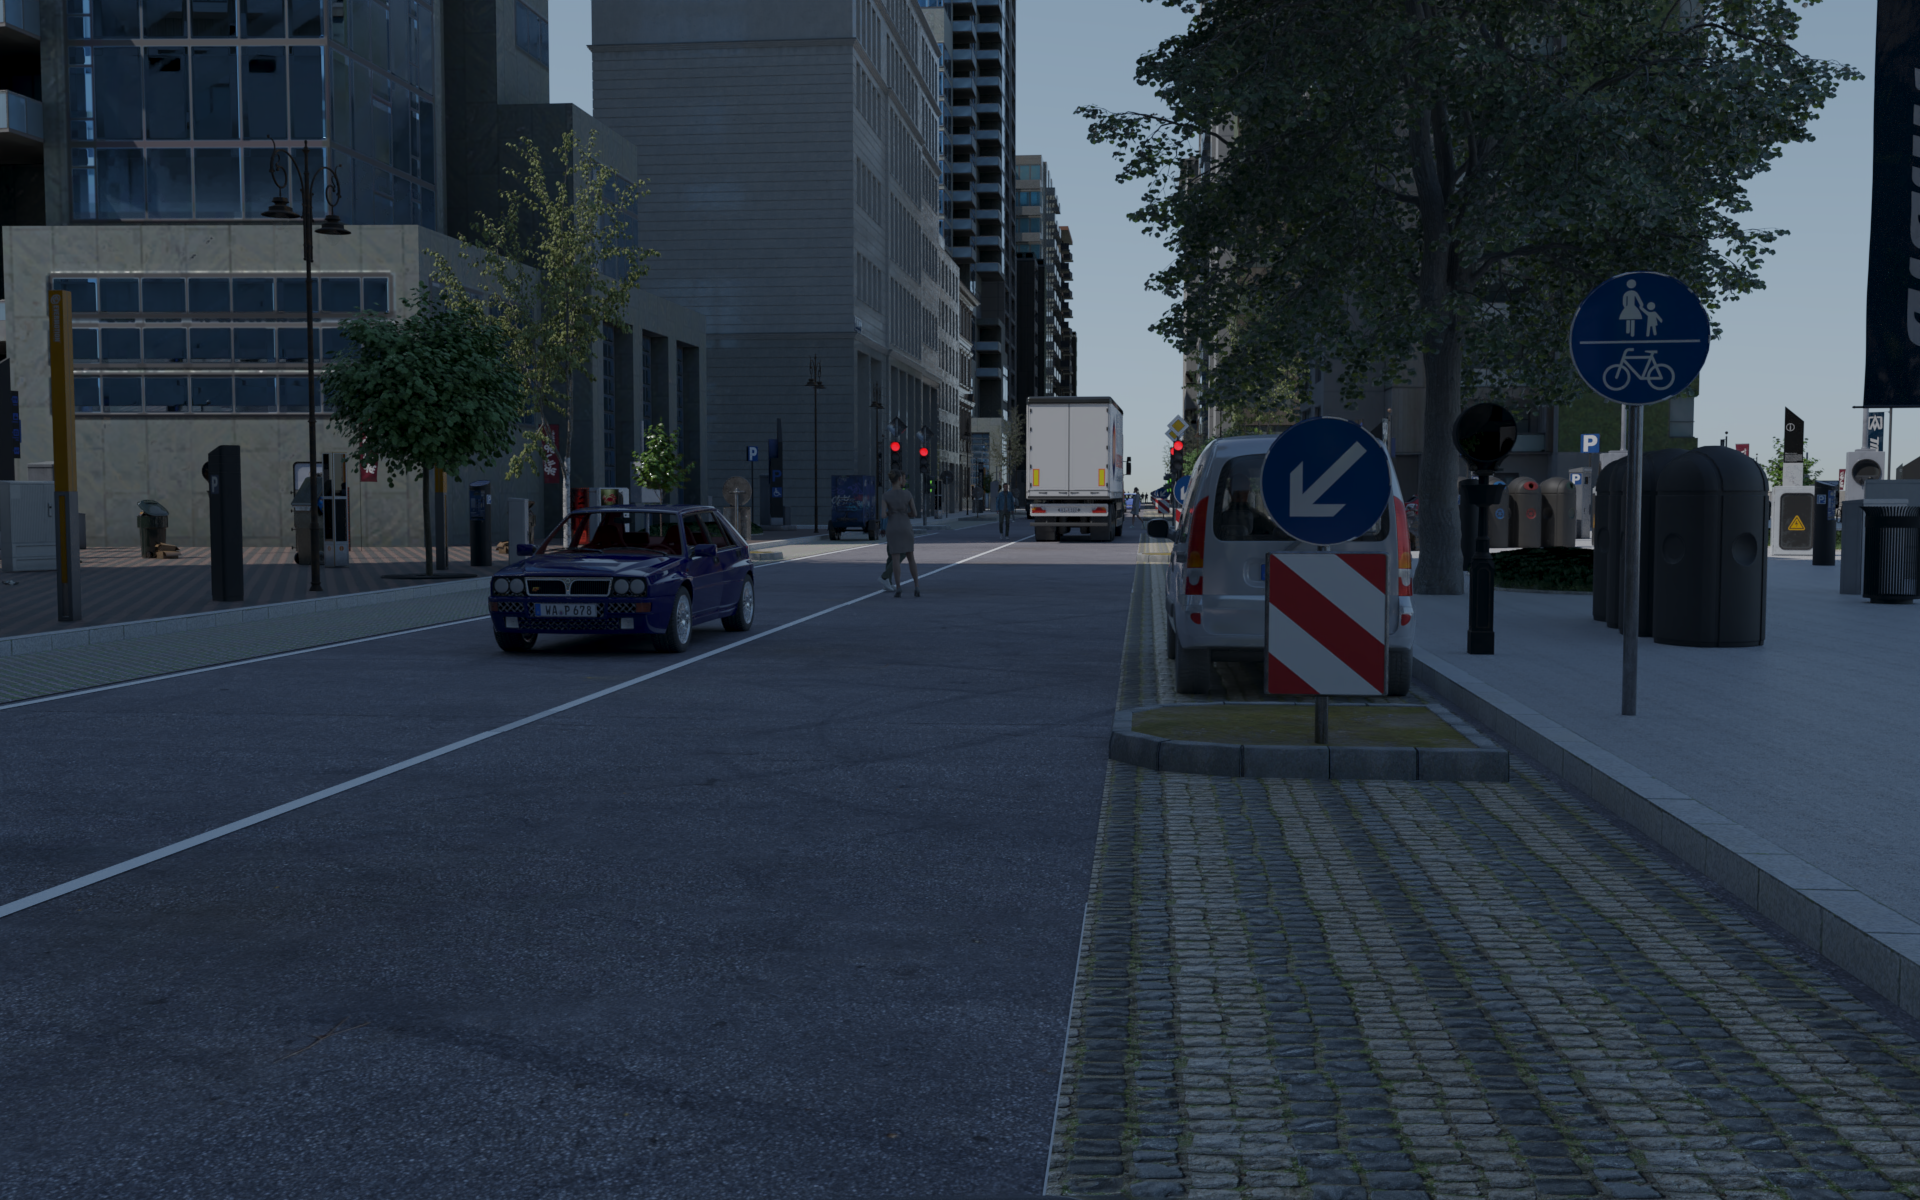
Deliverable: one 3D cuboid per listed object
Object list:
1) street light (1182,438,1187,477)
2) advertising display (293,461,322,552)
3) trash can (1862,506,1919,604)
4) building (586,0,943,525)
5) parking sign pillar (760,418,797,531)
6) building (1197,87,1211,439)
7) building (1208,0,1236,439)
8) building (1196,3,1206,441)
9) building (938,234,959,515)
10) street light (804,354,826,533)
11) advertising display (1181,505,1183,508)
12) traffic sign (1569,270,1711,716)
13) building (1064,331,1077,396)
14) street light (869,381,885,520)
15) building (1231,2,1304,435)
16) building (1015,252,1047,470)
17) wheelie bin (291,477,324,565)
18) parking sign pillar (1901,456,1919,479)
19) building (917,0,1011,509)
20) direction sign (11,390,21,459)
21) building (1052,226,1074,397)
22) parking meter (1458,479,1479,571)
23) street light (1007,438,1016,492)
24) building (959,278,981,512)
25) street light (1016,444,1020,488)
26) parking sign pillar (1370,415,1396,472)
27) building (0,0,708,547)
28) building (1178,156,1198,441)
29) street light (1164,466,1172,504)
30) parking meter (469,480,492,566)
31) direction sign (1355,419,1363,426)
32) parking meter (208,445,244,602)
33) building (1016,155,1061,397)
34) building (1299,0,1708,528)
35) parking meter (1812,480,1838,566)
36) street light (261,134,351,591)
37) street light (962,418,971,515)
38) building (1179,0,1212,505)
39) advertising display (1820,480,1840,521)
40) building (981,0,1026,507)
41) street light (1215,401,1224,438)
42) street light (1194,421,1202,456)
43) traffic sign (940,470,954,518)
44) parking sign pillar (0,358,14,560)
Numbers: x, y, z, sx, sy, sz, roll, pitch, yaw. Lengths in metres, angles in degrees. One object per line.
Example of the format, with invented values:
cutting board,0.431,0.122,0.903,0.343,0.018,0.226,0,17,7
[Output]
street light,19.273,-10.840,150.020,0.468,5.910,1.993,0,4,6
advertising display,-12.659,-1.777,34.262,0.974,1.923,0.123,-1,4,-10
trash can,10.959,-0.531,20.341,0.748,1.137,0.748,0,3,0
building,-8.133,-18.861,85.865,11.434,29.767,29.804,0,4,6
parking sign pillar,-6.465,-4.430,60.902,1.447,3.967,1.447,-1,4,-8
building,34.908,-33.692,170.475,23.786,49.044,30.456,0,4,6
building,29.068,-35.808,127.467,21.231,58.520,28.212,0,4,6
building,41.050,-48.924,238.164,20.563,71.187,20.611,0,4,6
building,-6.112,-15.572,109.359,10.420,20.320,16.860,0,4,6
street light,-4.761,-5.161,57.177,0.468,5.910,1.993,0,4,6
advertising display,17.891,-8.221,139.632,0.123,1.923,0.974,0,4,-2
traffic sign,3.886,-0.604,9.984,0.768,2.556,0.104,1,4,11
building,12.750,-32.104,296.593,14.160,30.474,14.107,0,4,6
street light,-3.393,-6.004,70.954,0.468,5.910,1.993,0,4,6
building,22.707,-20.063,99.732,14.160,30.474,14.107,0,4,6
building,2.854,-26.507,205.091,14.160,30.474,14.107,0,4,6
wheelie bin,-11.696,-1.443,31.505,0.980,1.594,0.693,2,4,32
parking sign pillar,62.739,-7.683,114.085,1.447,3.967,1.447,1,4,15
building,-5.946,-51.849,160.397,22.319,86.520,31.000,0,4,6
direction sign,-20.776,-2.794,37.687,0.379,3.537,0.876,1,4,13
building,6.585,-37.955,275.184,22.147,44.769,28.867,0,4,6
parking meter,8.501,-1.254,28.922,0.372,1.533,0.369,0,3,0
street light,4.004,-10.195,139.475,0.468,5.910,1.993,0,4,6
building,-4.645,-16.072,127.410,10.561,19.102,19.286,0,4,6
street light,4.772,-10.648,146.884,0.468,5.910,1.993,0,4,6
parking sign pillar,14.422,-4.369,59.904,1.447,3.967,1.447,-3,4,-38
building,-25.774,-45.152,50.908,31.000,86.520,22.319,0,4,6
building,47.588,-41.174,262.431,28.713,52.752,27.495,0,4,6
street light,32.036,-18.013,267.298,0.468,5.910,1.993,0,4,6
parking meter,-8.531,-1.371,30.819,0.372,1.533,0.369,0,3,0
direction sign,12.093,-3.705,52.575,0.379,3.537,0.876,0,4,-2
parking meter,-8.819,-0.923,20.804,0.399,1.863,0.255,3,5,44
building,2.749,-38.292,245.689,23.786,49.044,30.456,0,4,6
building,21.974,-23.781,72.421,14.086,41.232,14.154,0,4,6
parking meter,15.528,-1.387,31.094,0.372,1.533,0.369,0,3,0
street light,-8.537,-3.058,22.780,0.468,5.910,1.993,0,4,6
street light,0.455,-8.099,105.198,0.468,5.910,1.993,0,4,6
building,36.907,-54.269,199.964,22.319,86.520,31.000,0,4,6
advertising display,40.628,-4.639,81.062,0.974,1.923,0.123,3,5,45
building,-2.319,-45.757,186.382,20.563,71.187,20.611,0,4,6
street light,10.956,-6.119,72.827,0.468,5.910,1.993,0,4,6
street light,14.720,-8.229,107.324,0.468,5.910,1.993,0,4,6
traffic sign,-0.714,-5.678,92.939,0.768,2.556,0.104,1,4,15
parking sign pillar,-19.302,-2.778,33.898,1.447,3.967,1.447,3,5,40
